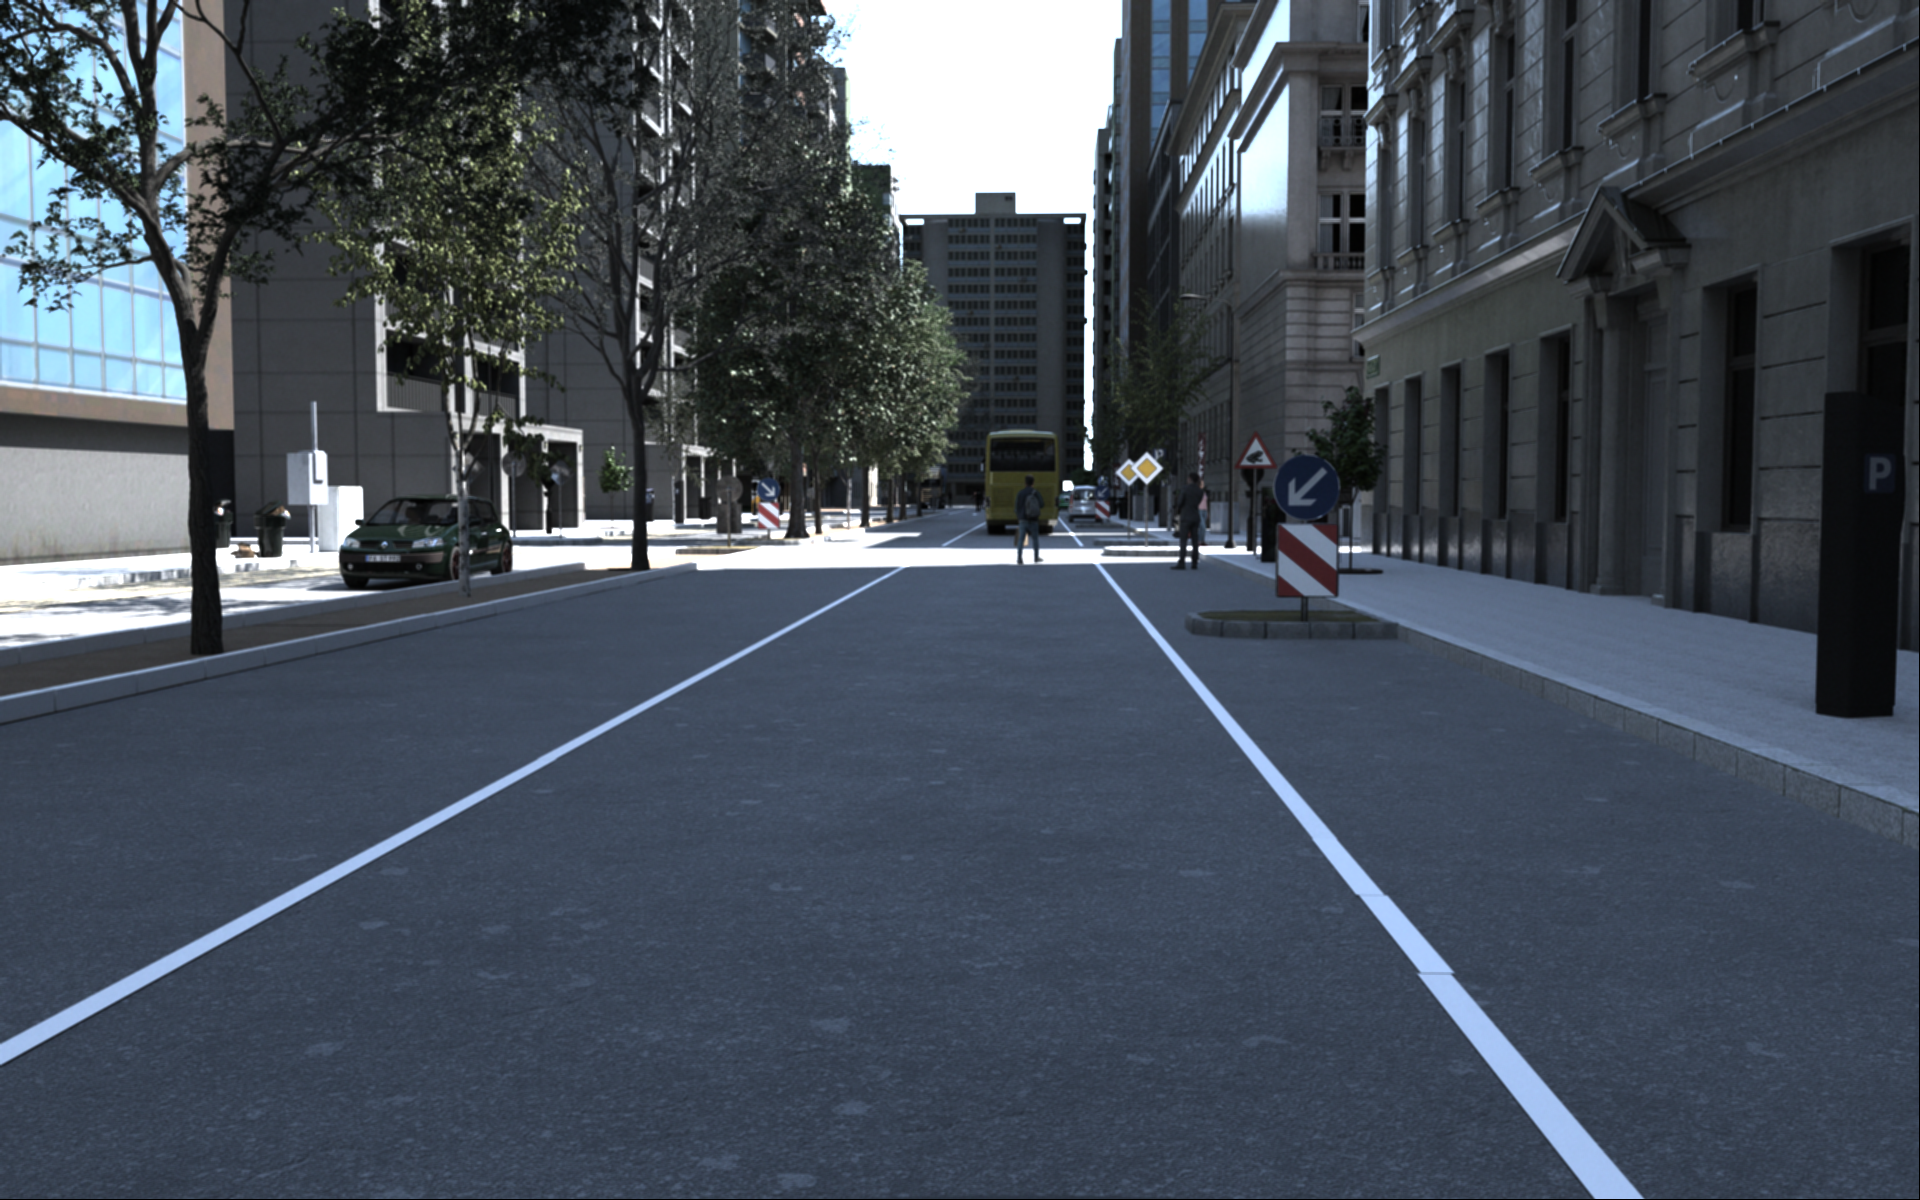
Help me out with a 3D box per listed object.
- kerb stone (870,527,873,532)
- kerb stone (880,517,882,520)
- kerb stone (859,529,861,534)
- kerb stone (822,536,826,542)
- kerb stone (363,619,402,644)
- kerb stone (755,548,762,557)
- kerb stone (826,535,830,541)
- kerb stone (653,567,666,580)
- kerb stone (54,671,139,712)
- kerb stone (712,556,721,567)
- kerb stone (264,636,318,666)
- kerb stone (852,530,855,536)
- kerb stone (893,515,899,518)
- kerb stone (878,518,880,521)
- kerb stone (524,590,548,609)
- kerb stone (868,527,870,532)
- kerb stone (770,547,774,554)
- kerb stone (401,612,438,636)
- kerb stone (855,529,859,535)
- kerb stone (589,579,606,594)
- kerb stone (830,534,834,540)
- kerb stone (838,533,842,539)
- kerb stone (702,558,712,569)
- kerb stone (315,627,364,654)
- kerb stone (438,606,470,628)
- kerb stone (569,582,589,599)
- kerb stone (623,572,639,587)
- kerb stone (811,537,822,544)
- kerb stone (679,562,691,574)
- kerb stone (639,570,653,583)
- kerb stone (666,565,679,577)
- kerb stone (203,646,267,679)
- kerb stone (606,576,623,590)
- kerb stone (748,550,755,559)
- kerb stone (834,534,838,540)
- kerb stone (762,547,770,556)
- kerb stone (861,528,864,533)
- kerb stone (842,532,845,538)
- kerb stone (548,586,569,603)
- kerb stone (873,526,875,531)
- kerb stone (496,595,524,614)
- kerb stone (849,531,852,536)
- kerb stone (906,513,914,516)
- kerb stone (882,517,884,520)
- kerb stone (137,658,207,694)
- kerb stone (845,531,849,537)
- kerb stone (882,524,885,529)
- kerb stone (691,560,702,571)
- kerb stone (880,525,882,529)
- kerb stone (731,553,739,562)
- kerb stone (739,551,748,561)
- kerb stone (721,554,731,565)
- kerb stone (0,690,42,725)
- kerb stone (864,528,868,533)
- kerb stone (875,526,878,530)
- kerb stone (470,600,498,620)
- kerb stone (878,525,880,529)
[{"bbox_3d":[-3.505,-2.659,65.670,0.120,0.150,1.000,0,4,3],"label":"kerb stone"},{"bbox_3d":[-4.397,-4.291,92.383,0.120,0.150,1.000,0,4,3],"label":"kerb stone"},{"bbox_3d":[-3.702,-2.407,61.555,0.120,0.150,1.000,0,4,3],"label":"kerb stone"},{"bbox_3d":[-4.169,-1.780,51.305,0.120,0.150,1.000,0,4,3],"label":"kerb stone"},{"bbox_3d":[-5.735,0.323,16.977,0.120,0.150,1.000,0,4,3],"label":"kerb stone"},{"bbox_3d":[-4.706,-1.055,39.506,0.120,0.150,1.000,0,4,3],"label":"kerb stone"},{"bbox_3d":[-4.120,-1.843,52.328,0.120,0.150,1.000,0,4,3],"label":"kerb stone"},{"bbox_3d":[-5.172,-0.432,29.252,0.120,0.150,1.000,0,4,3],"label":"kerb stone"},{"bbox_3d":[-5.962,0.632,11.866,0.120,0.150,1.000,0,4,3],"label":"kerb stone"},{"bbox_3d":[-4.943,-0.746,34.387,0.120,0.150,1.000,0,4,3],"label":"kerb stone"},{"bbox_3d":[-5.820,0.445,14.929,0.120,0.150,1.000,0,4,3],"label":"kerb stone"},{"bbox_3d":[-3.793,-2.282,59.508,0.120,0.150,1.000,0,4,3],"label":"kerb stone"},{"bbox_3d":[-3.849,-5.041,104.669,0.120,0.150,1.000,0,4,3],"label":"kerb stone"},{"bbox_3d":[-4.446,-4.230,91.362,0.120,0.150,1.000,0,4,3],"label":"kerb stone"},{"bbox_3d":[-5.489,0.007,22.084,0.120,0.150,1.000,0,4,3],"label":"kerb stone"},{"bbox_3d":[-3.556,-2.596,64.647,0.120,0.150,1.000,0,4,3],"label":"kerb stone"},{"bbox_3d":[-4.609,-1.184,41.553,0.120,0.150,1.000,0,4,3],"label":"kerb stone"},{"bbox_3d":[-5.684,0.257,17.998,0.120,0.150,1.000,0,4,3],"label":"kerb stone"},{"bbox_3d":[-3.747,-2.342,60.534,0.120,0.150,1.000,0,4,3],"label":"kerb stone"},{"bbox_3d":[-5.359,-0.176,25.151,0.120,0.150,1.000,0,4,3],"label":"kerb stone"},{"bbox_3d":[-4.074,-1.901,53.363,0.120,0.150,1.000,0,4,3],"label":"kerb stone"},{"bbox_3d":[-3.980,-2.032,55.413,0.120,0.150,1.000,0,4,3],"label":"kerb stone"},{"bbox_3d":[-4.984,-0.683,33.360,0.120,0.150,1.000,0,4,3],"label":"kerb stone"},{"bbox_3d":[-5.773,0.382,15.956,0.120,0.150,1.000,0,4,3],"label":"kerb stone"},{"bbox_3d":[-5.637,0.200,19.022,0.120,0.150,1.000,0,4,3],"label":"kerb stone"},{"bbox_3d":[-5.398,-0.118,24.127,0.120,0.150,1.000,0,4,3],"label":"kerb stone"},{"bbox_3d":[-5.252,-0.306,27.195,0.120,0.150,1.000,0,4,3],"label":"kerb stone"},{"bbox_3d":[-4.201,-1.717,50.282,0.120,0.150,1.000,0,4,3],"label":"kerb stone"},{"bbox_3d":[-5.070,-0.557,31.312,0.120,0.150,1.000,0,4,3],"label":"kerb stone"},{"bbox_3d":[-5.222,-0.368,28.224,0.120,0.150,1.000,0,4,3],"label":"kerb stone"},{"bbox_3d":[-5.116,-0.494,30.275,0.120,0.150,1.000,0,4,3],"label":"kerb stone"},{"bbox_3d":[-5.868,0.508,13.908,0.120,0.150,1.000,0,4,3],"label":"kerb stone"},{"bbox_3d":[-5.307,-0.243,26.171,0.120,0.150,1.000,0,4,3],"label":"kerb stone"},{"bbox_3d":[-4.753,-0.992,38.481,0.120,0.150,1.000,0,4,3],"label":"kerb stone"},{"bbox_3d":[-4.026,-1.967,54.387,0.120,0.150,1.000,0,4,3],"label":"kerb stone"},{"bbox_3d":[-4.653,-1.121,40.532,0.120,0.150,1.000,0,4,3],"label":"kerb stone"},{"bbox_3d":[-3.656,-2.471,62.589,0.120,0.150,1.000,0,4,3],"label":"kerb stone"},{"bbox_3d":[-3.930,-2.085,56.434,0.120,0.150,1.000,0,4,3],"label":"kerb stone"},{"bbox_3d":[-5.442,-0.056,23.105,0.120,0.150,1.000,0,4,3],"label":"kerb stone"},{"bbox_3d":[-3.466,-2.722,66.693,0.120,0.150,1.000,0,4,3],"label":"kerb stone"},{"bbox_3d":[-5.537,0.069,21.063,0.120,0.150,1.000,0,4,3],"label":"kerb stone"},{"bbox_3d":[-3.842,-2.219,58.481,0.120,0.150,1.000,0,4,3],"label":"kerb stone"},{"bbox_3d":[-3.327,-5.728,115.918,0.120,0.150,1.000,0,4,3],"label":"kerb stone"},{"bbox_3d":[-4.362,-4.354,93.408,0.120,0.150,1.000,0,4,3],"label":"kerb stone"},{"bbox_3d":[-5.919,0.572,12.887,0.120,0.150,1.000,0,4,3],"label":"kerb stone"},{"bbox_3d":[-3.882,-2.154,57.455,0.120,0.150,1.000,0,4,3],"label":"kerb stone"},{"bbox_3d":[-3.277,-2.972,70.795,0.120,0.150,1.000,0,4,3],"label":"kerb stone"},{"bbox_3d":[-5.028,-0.618,32.334,0.120,0.150,1.000,0,4,3],"label":"kerb stone"},{"bbox_3d":[-3.329,-2.910,69.767,0.120,0.150,1.000,0,4,3],"label":"kerb stone"},{"bbox_3d":[-4.839,-0.869,36.435,0.120,0.150,1.000,0,4,3],"label":"kerb stone"},{"bbox_3d":[-4.791,-0.934,37.460,0.120,0.150,1.000,0,4,3],"label":"kerb stone"},{"bbox_3d":[-4.886,-0.808,35.409,0.120,0.150,1.000,0,4,3],"label":"kerb stone"},{"bbox_3d":[-6.014,0.694,10.845,0.120,0.150,1.000,0,4,3],"label":"kerb stone"},{"bbox_3d":[-3.600,-2.534,63.625,0.120,0.150,1.000,0,4,3],"label":"kerb stone"},{"bbox_3d":[-3.414,-2.781,67.720,0.120,0.150,1.000,0,4,3],"label":"kerb stone"},{"bbox_3d":[-5.594,0.138,20.043,0.120,0.150,1.000,0,4,3],"label":"kerb stone"},{"bbox_3d":[-3.380,-2.847,68.741,0.120,0.150,1.000,0,4,3],"label":"kerb stone"}]
